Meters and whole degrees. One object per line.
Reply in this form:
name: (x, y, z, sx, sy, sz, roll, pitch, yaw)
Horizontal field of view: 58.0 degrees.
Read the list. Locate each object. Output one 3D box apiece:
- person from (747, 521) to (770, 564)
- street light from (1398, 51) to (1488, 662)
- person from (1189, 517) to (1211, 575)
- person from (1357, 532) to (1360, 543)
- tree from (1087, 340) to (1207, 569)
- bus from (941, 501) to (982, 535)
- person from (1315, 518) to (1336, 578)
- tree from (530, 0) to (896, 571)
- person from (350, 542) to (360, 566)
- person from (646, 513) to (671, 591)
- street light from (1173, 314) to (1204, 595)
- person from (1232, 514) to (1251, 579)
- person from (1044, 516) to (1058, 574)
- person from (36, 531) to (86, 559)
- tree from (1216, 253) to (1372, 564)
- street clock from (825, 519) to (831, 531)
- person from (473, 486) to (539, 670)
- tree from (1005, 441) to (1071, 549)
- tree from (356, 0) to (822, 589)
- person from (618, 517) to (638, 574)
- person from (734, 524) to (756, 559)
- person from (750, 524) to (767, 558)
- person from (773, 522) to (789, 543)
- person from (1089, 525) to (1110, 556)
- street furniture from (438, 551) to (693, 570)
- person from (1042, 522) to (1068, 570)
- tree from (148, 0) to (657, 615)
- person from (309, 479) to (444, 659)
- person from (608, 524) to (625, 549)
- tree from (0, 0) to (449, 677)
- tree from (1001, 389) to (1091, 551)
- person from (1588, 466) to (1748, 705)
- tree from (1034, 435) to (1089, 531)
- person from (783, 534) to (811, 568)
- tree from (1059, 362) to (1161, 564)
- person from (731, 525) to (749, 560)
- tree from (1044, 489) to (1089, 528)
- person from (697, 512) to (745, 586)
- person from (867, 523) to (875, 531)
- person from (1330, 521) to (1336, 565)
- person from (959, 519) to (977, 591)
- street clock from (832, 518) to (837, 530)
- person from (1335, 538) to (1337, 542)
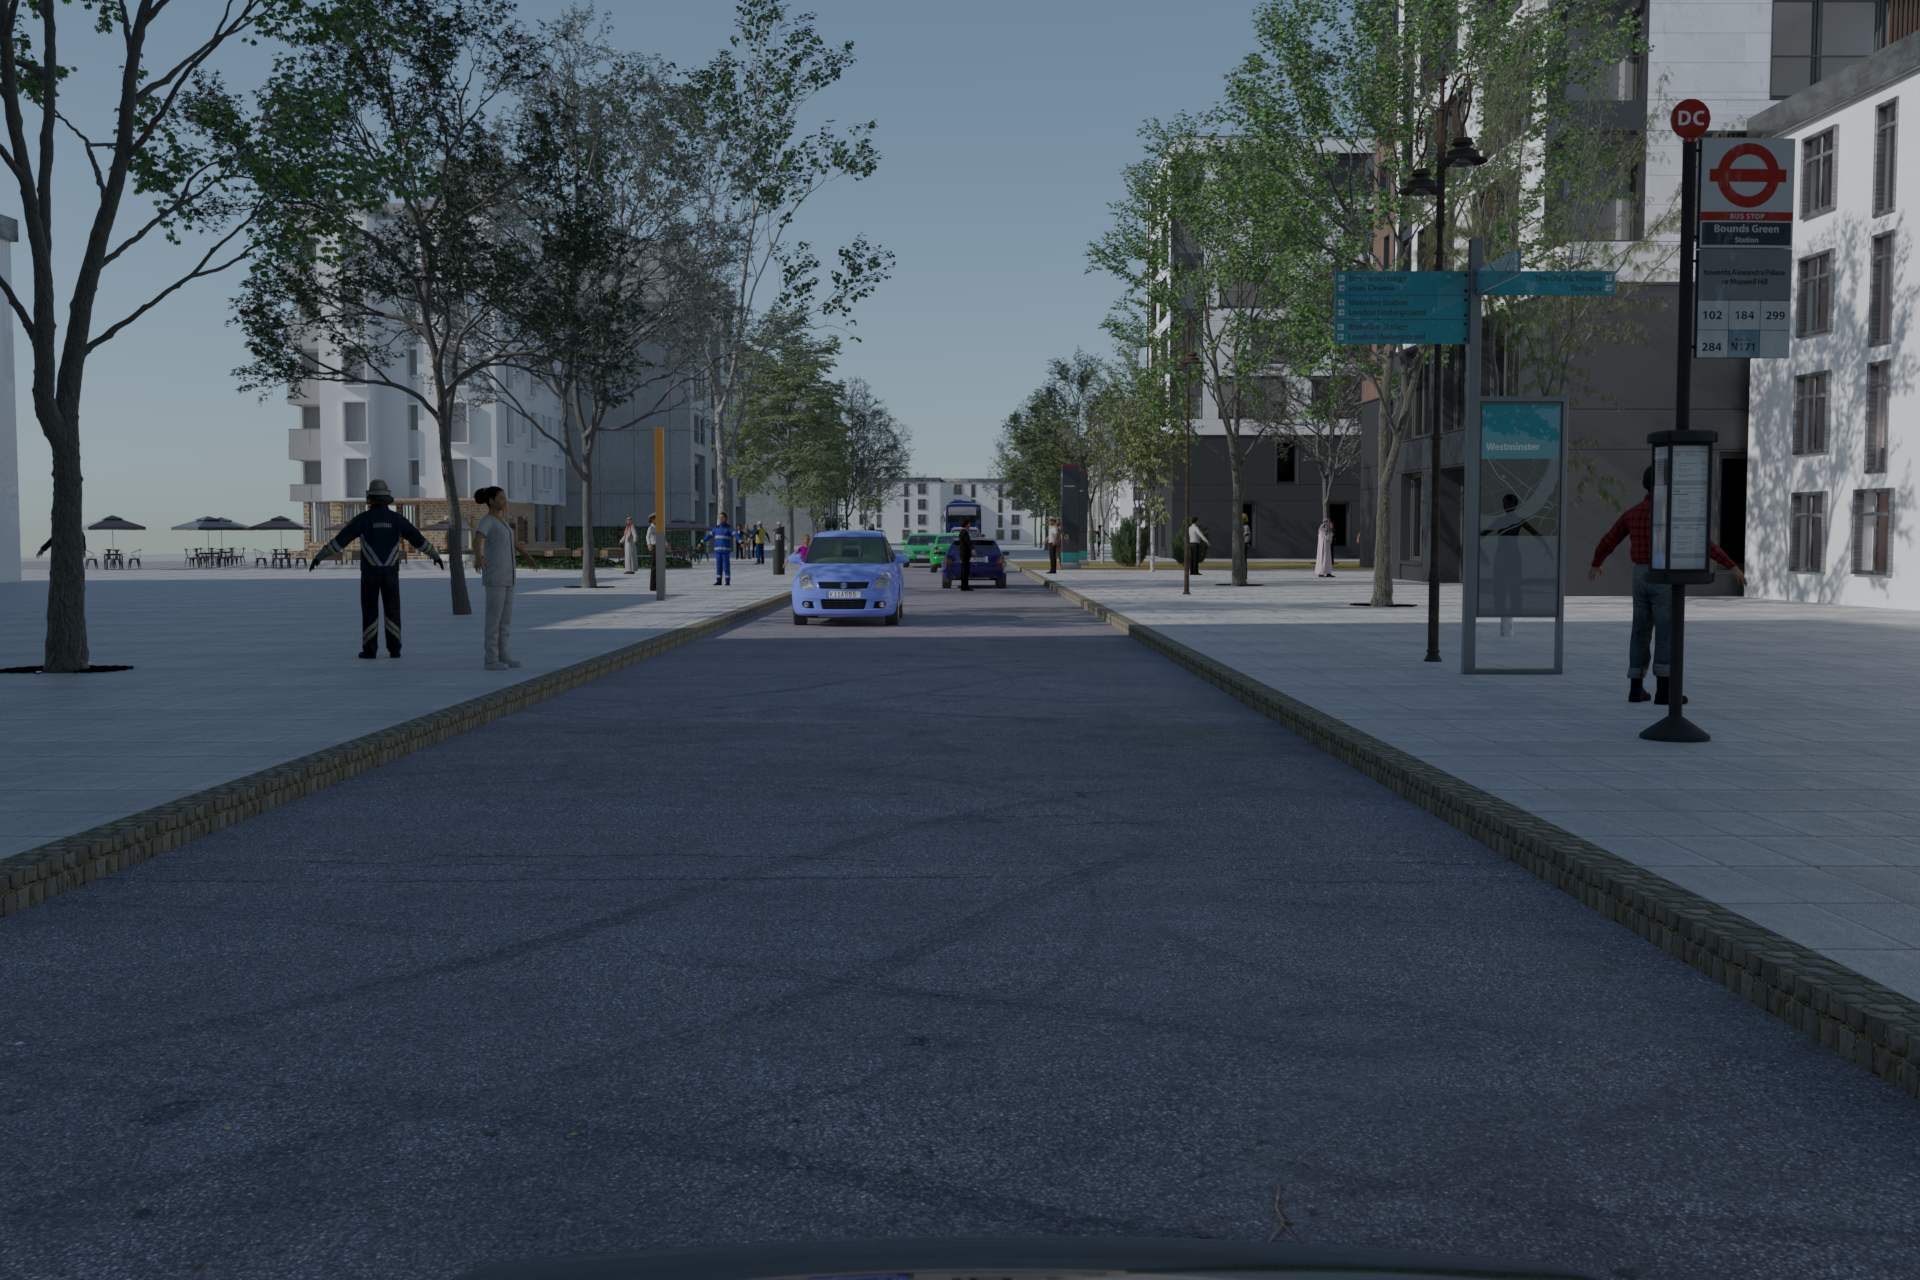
person: (-8.500, -4.130, 73.490, 0.705, 1.833, 1.349, 3, 4, 39)
street light: (4.764, -2.720, 17.268, 0.468, 5.910, 1.993, 0, 4, -1)
person: (7.353, -2.929, 54.044, 0.704, 1.810, 1.344, -2, 4, -26)
person: (16.981, -4.054, 72.408, 1.347, 1.817, 0.704, -3, 5, -40)
tree: (6.882, -6.962, 64.199, 4.737, 8.622, 4.395, 0, 3, 0)
bus: (0.102, -8.292, 127.124, 2.896, 3.916, 12.251, 0, 4, -1)
person: (10.771, -2.708, 50.980, 0.621, 1.740, 0.551, 1, 4, 9)
tree: (-7.991, -12.340, 57.654, 12.611, 20.169, 13.585, 0, 3, 0)
person: (-23.870, -3.866, 69.391, 1.347, 1.806, 0.705, 1, 4, 20)
person: (-6.783, -1.990, 38.997, 0.721, 1.778, 1.216, 1, 4, 11)
street light: (4.814, -3.904, 36.617, 0.468, 5.910, 1.993, 0, 4, 0)
person: (8.016, -2.658, 49.229, 0.704, 1.858, 1.351, 0, 4, -6)
person: (2.976, -3.076, 56.074, 0.704, 1.855, 1.343, -1, 4, -9)
person: (-14.016, -1.289, 27.126, 1.345, 1.823, 0.704, 2, 4, 35)
tree: (15.676, -9.988, 73.670, 12.009, 13.543, 11.850, 0, 3, 0)
street clock: (-6.178, -4.684, 81.155, 0.358, 2.002, 0.471, 0, 4, 1)
person: (-4.322, -0.593, 16.473, 0.721, 1.739, 1.217, 1, 4, 11)
tree: (7.444, -13.364, 152.906, 7.601, 10.594, 8.767, -2, 4, -32)
tree: (-8.883, -7.970, 40.675, 12.009, 13.543, 11.850, 0, 3, 0)
person: (-10.560, -3.007, 55.317, 0.704, 1.811, 1.347, -2, 4, -33)
person: (-10.812, -4.991, 87.880, 1.348, 1.796, 0.705, -1, 4, -18)
person: (-11.162, -5.409, 94.568, 1.348, 1.813, 0.705, 1, 4, 23)
person: (-8.209, -4.463, 78.824, 0.705, 1.847, 1.347, 2, 4, 26)
person: (8.192, -5.805, 101.049, 1.345, 1.843, 0.704, -1, 4, -12)
street furniture: (-15.062, -3.010, 64.847, 10.072, 0.657, 5.734, 3, 4, 39)
person: (3.459, -3.402, 62.432, 1.217, 1.733, 0.721, -3, 4, -38)
tree: (-8.280, -5.682, 27.311, 7.601, 10.594, 8.767, 0, 4, 1)
person: (-6.003, -0.736, 17.909, 1.351, 1.845, 0.704, -2, 4, -30)
person: (-18.742, -5.484, 95.435, 1.354, 1.858, 0.705, 1, 4, 9)
tree: (-8.222, -5.501, 15.691, 9.928, 11.665, 9.643, 0, 3, 0)
tree: (6.819, -13.254, 134.836, 7.486, 12.596, 7.792, 0, 3, 0)
person: (5.291, -0.429, 13.129, 0.704, 1.816, 1.345, -2, 4, -32)
tree: (7.305, -10.618, 123.969, 4.737, 8.622, 4.395, 0, 3, 0)
person: (-3.011, -1.375, 34.206, 0.991, 1.433, 0.599, -1, 4, -14)
tree: (5.999, -7.634, 75.178, 4.360, 8.622, 3.978, 0, 3, 0)
person: (-10.997, -4.856, 86.110, 1.216, 1.740, 0.721, 1, 4, 15)
tree: (16.248, -20.736, 257.164, 7.486, 12.596, 7.792, 0, 3, 0)
person: (-5.913, -2.272, 43.119, 1.345, 1.831, 0.704, 1, 4, 21)
person: (-3.453, -3.602, 67.123, 0.705, 1.856, 1.354, 0, 4, -2)
person: (15.253, -3.995, 71.258, 0.705, 1.837, 1.347, 1, 4, 12)
person: (0.165, -2.140, 43.635, 0.705, 1.806, 1.347, -1, 4, -12)
street clock: (-5.610, -4.453, 77.370, 0.358, 2.002, 0.471, 0, 4, -1)
person: (17.553, -4.669, 82.111, 0.705, 1.856, 1.354, 2, 4, 30)
